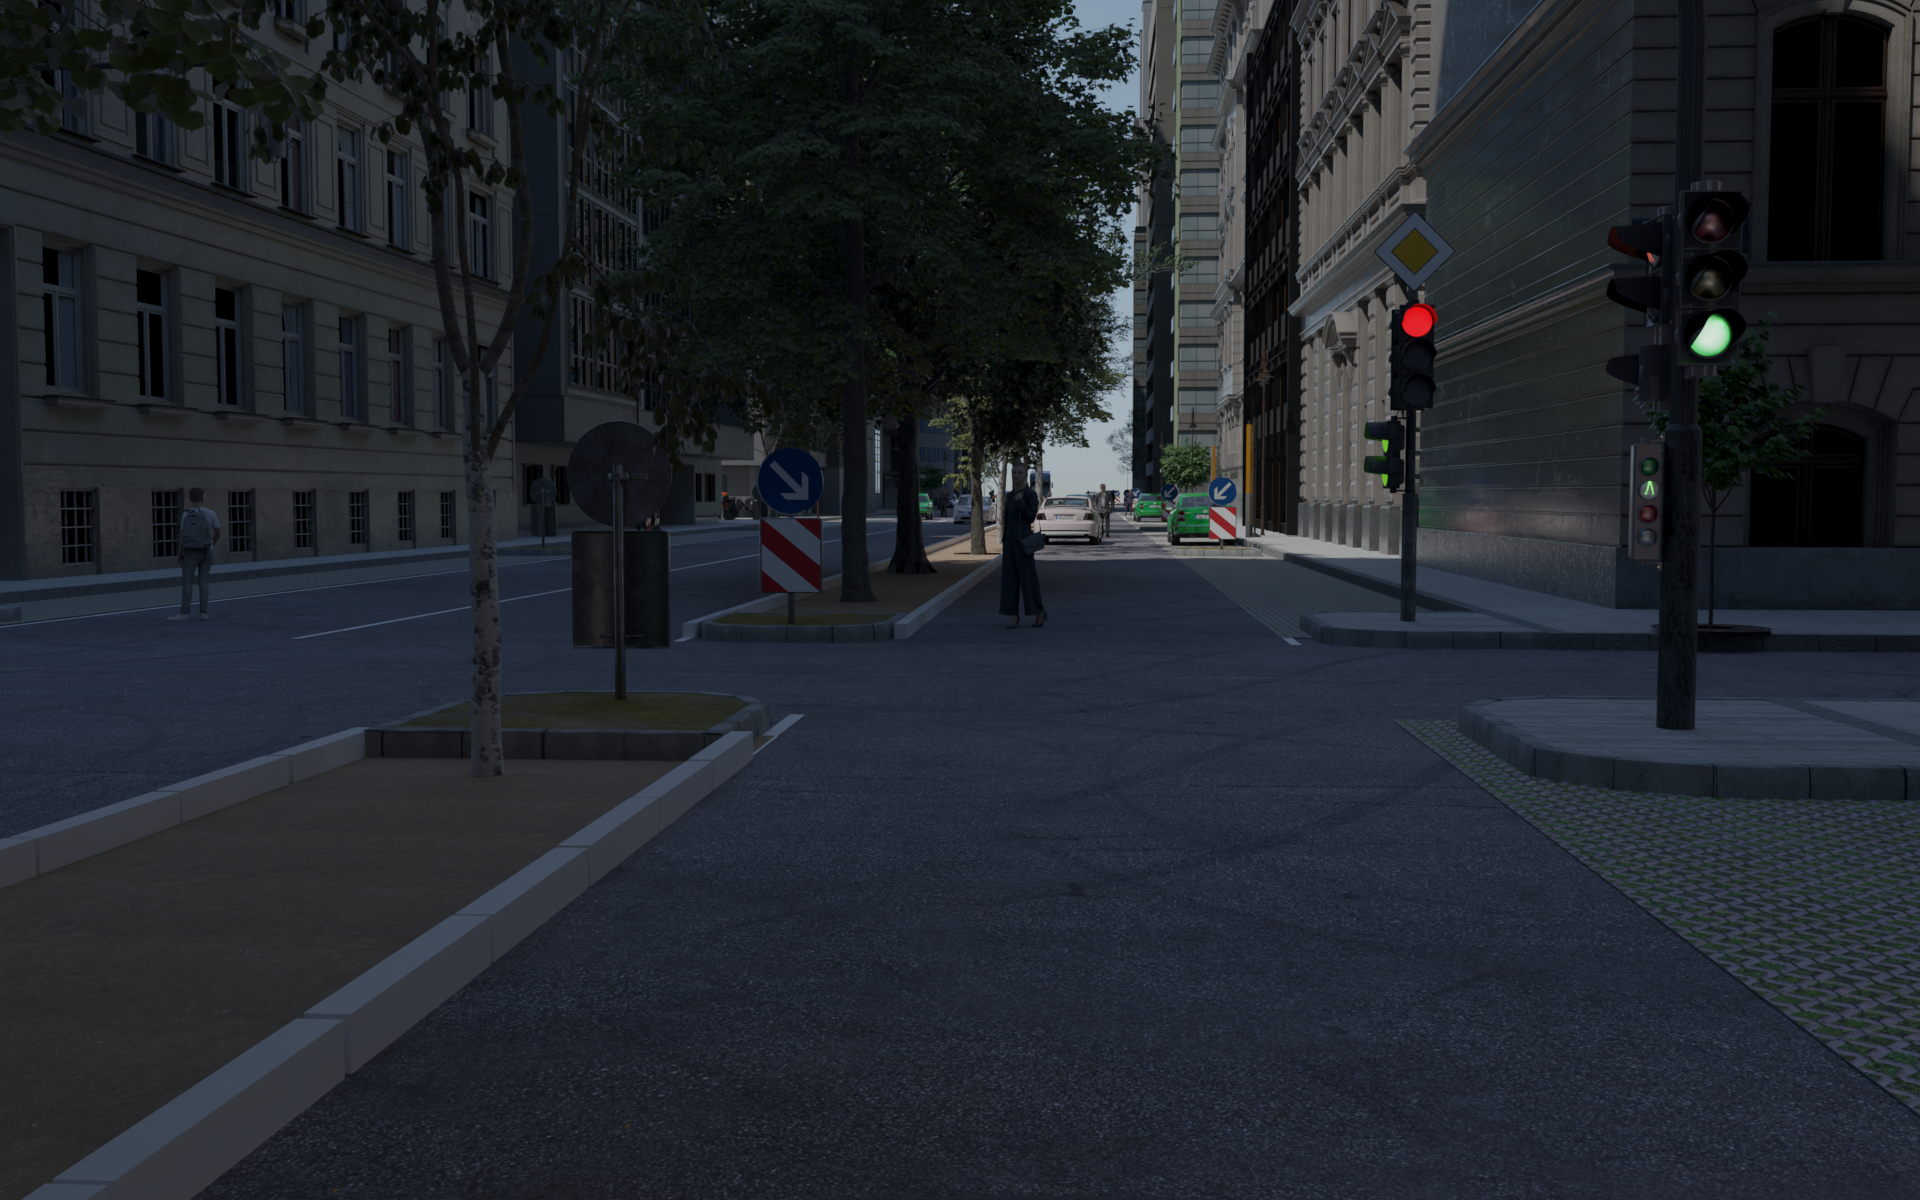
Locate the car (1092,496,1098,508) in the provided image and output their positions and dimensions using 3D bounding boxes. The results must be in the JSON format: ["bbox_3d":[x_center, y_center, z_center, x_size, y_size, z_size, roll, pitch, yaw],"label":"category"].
[{"bbox_3d":[7.758,-5.870,108.550,1.945,1.354,3.894,0,4,6],"label":"car"}]

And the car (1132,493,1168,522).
[{"bbox_3d":[9.849,-4.893,88.788,1.959,1.807,4.718,0,4,3],"label":"car"}]

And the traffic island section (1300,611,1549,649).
[{"bbox_3d":[4.545,0.293,17.490,2.009,0.180,2.903,0,4,4],"label":"traffic island section"}]

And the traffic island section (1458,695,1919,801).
[{"bbox_3d":[3.943,0.780,9.528,2.009,0.180,2.903,0,4,4],"label":"traffic island section"}]

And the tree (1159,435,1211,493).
[{"bbox_3d":[12.726,-6.933,97.070,4.285,4.588,4.351,0,3,0],"label":"tree"}]

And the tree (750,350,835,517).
[{"bbox_3d":[-9.718,-9.404,88.174,8.767,10.594,7.601,-3,5,-43],"label":"tree"}]

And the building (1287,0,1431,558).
[{"bbox_3d":[14.263,-13.033,41.960,11.050,23.489,19.941,0,4,4],"label":"building"}]

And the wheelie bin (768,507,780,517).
[{"bbox_3d":[-9.967,-5.102,91.324,0.693,1.594,0.980,2,4,34],"label":"wheelie bin"}]

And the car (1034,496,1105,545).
[{"bbox_3d":[3.153,-2.314,50.193,2.083,1.381,4.827,0,4,6],"label":"car"}]

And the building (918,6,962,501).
[{"bbox_3d":[-11.284,-39.706,191.188,21.231,58.520,28.212,0,4,4],"label":"building"}]

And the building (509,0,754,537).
[{"bbox_3d":[-17.412,-14.954,63.561,14.314,24.678,30.058,0,4,4],"label":"building"}]

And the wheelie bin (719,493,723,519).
[{"bbox_3d":[-12.594,-4.970,89.175,0.980,1.594,0.693,1,4,10],"label":"wheelie bin"}]

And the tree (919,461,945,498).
[{"bbox_3d":[-3.031,-11.386,169.869,4.285,4.588,4.351,0,3,0],"label":"tree"}]

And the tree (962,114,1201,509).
[{"bbox_3d":[5.139,-13.908,85.745,12.611,20.169,13.585,0,3,0],"label":"tree"}]

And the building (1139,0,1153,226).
[{"bbox_3d":[31.950,-40.708,207.582,21.231,58.520,28.212,0,4,4],"label":"building"}]

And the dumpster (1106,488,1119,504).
[{"bbox_3d":[21.867,-14.881,248.252,1.985,2.255,1.502,0,4,5],"label":"dumpster"}]

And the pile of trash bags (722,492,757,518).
[{"bbox_3d":[-11.908,-5.074,92.704,1.912,1.369,3.447,1,4,22],"label":"pile of trash bags"}]

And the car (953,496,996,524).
[{"bbox_3d":[0.740,-4.348,83.448,2.083,1.381,4.827,0,4,5],"label":"car"}]

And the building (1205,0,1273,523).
[{"bbox_3d":[18.924,-17.886,79.819,14.401,28.519,23.554,0,4,4],"label":"building"}]

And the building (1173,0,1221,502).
[{"bbox_3d":[20.296,-25.886,106.837,14.154,41.232,14.086,0,4,4],"label":"building"}]

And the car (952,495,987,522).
[{"bbox_3d":[0.626,-4.811,90.656,2.014,1.417,4.499,0,4,2],"label":"car"}]

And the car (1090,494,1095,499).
[{"bbox_3d":[15.646,-12.340,211.982,2.015,1.641,3.980,0,4,5],"label":"car"}]

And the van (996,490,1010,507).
[{"bbox_3d":[4.847,-11.233,190.676,2.013,2.044,4.112,0,4,3],"label":"van"}]

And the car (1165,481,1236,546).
[{"bbox_3d":[6.851,-2.481,49.366,1.959,1.807,4.718,0,4,4],"label":"car"}]

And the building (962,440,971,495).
[{"bbox_3d":[-6.171,-26.981,212.839,14.160,30.474,14.107,0,4,4],"label":"building"}]

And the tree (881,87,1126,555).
[{"bbox_3d":[0.332,-6.872,40.563,9.928,11.665,9.643,0,3,0],"label":"tree"}]

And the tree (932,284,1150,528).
[{"bbox_3d":[2.741,-9.783,72.772,12.009,13.543,11.850,0,3,0],"label":"tree"}]

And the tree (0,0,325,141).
[{"bbox_3d":[-2.686,-4.990,2.165,7.486,12.596,7.792,0,3,0],"label":"tree"}]

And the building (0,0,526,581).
[{"bbox_3d":[-20.497,-12.241,33.419,16.112,22.955,30.059,0,4,4],"label":"building"}]

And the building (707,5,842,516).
[{"bbox_3d":[-14.411,-20.196,101.912,14.160,30.474,14.107,0,4,4],"label":"building"}]

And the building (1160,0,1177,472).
[{"bbox_3d":[27.308,-31.133,128.638,23.786,49.044,30.456,0,4,4],"label":"building"}]

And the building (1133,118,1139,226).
[{"bbox_3d":[37.694,-39.548,235.851,28.713,52.752,27.495,0,4,4],"label":"building"}]

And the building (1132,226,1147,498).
[{"bbox_3d":[25.720,-25.445,187.727,14.160,30.474,14.107,0,4,4],"label":"building"}]

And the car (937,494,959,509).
[{"bbox_3d":[-1.056,-8.939,155.940,2.009,1.686,4.222,0,4,4],"label":"car"}]

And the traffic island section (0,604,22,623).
[{"bbox_3d":[-11.650,0.218,18.715,2.009,0.180,2.903,0,4,4],"label":"traffic island section"}]

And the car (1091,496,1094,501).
[{"bbox_3d":[7.138,-5.522,102.280,2.014,1.417,4.499,0,4,6],"label":"car"}]

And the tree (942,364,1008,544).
[{"bbox_3d":[1.097,-5.899,49.262,4.737,8.622,4.395,0,3,0],"label":"tree"}]

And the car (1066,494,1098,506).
[{"bbox_3d":[5.995,-4.635,87.579,2.131,1.459,4.920,0,4,5],"label":"car"}]

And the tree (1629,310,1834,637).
[{"bbox_3d":[7.076,-1.302,15.896,1.663,3.219,1.824,0,3,0],"label":"tree"}]

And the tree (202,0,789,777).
[{"bbox_3d":[-2.401,-3.393,8.292,4.360,8.622,3.978,0,3,0],"label":"tree"}]

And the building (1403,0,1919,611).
[{"bbox_3d":[24.570,-12.435,22.405,34.723,24.649,14.460,0,4,4],"label":"building"}]

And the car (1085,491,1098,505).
[{"bbox_3d":[17.677,-13.754,233.548,2.281,1.827,5.304,0,4,4],"label":"car"}]

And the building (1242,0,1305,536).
[{"bbox_3d":[16.813,-14.100,60.214,12.332,23.373,15.834,0,4,4],"label":"building"}]

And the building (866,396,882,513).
[{"bbox_3d":[-16.582,-49.558,122.940,22.319,86.520,31.000,0,4,4],"label":"building"}]

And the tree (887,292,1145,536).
[{"bbox_3d":[1.291,-7.253,55.463,8.767,10.594,7.601,0,4,4],"label":"tree"}]

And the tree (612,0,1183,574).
[{"bbox_3d":[-0.913,-6.806,30.745,9.611,12.733,9.660,0,3,0],"label":"tree"}]

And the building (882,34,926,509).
[{"bbox_3d":[-17.619,-34.513,153.523,28.713,52.752,27.495,0,4,4],"label":"building"}]

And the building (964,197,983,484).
[{"bbox_3d":[-8.342,-35.453,234.285,22.147,44.769,28.867,0,4,4],"label":"building"}]

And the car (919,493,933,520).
[{"bbox_3d":[-2.471,-5.394,96.980,1.959,1.807,4.718,0,4,2],"label":"car"}]

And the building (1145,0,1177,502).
[{"bbox_3d":[27.846,-32.535,155.654,21.300,48.544,21.600,0,4,4],"label":"building"}]
